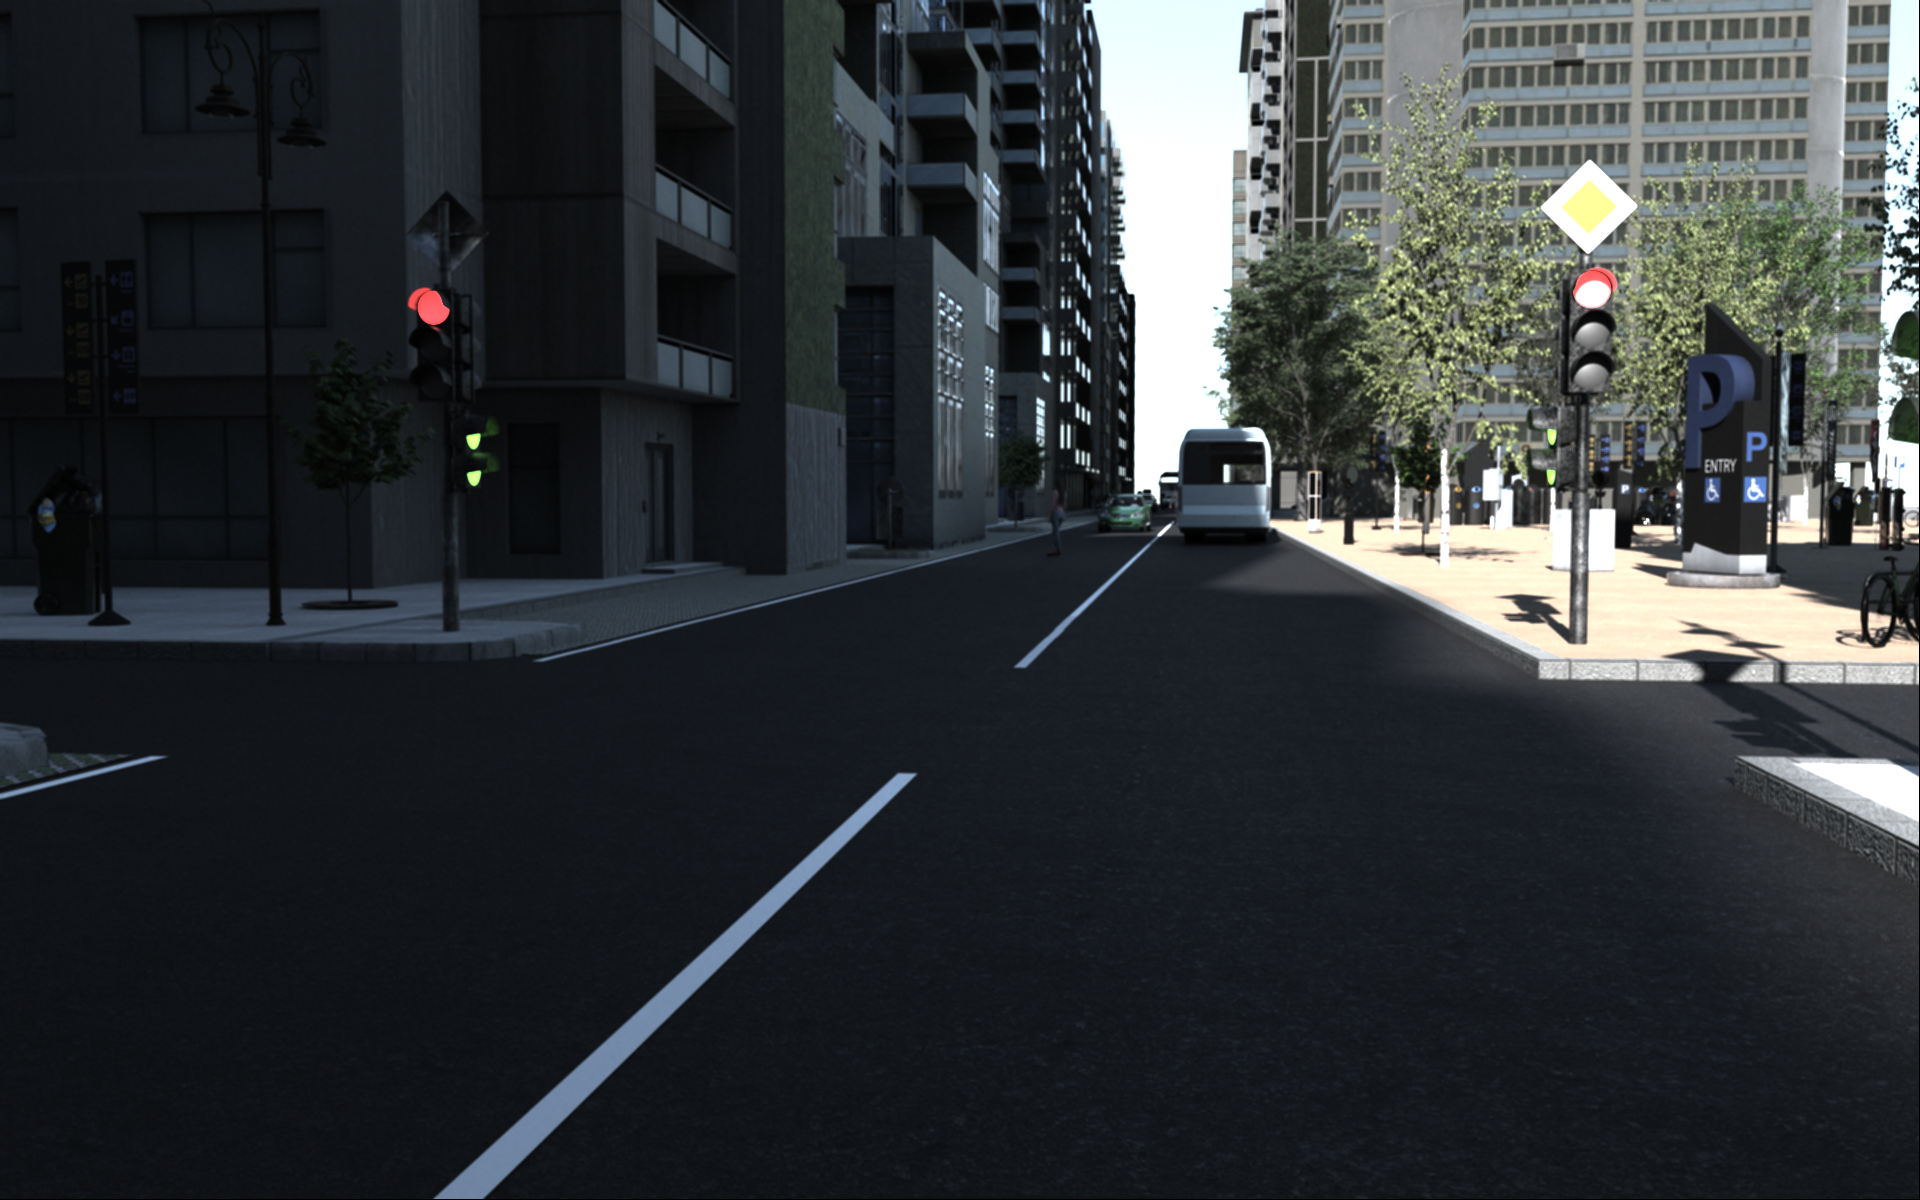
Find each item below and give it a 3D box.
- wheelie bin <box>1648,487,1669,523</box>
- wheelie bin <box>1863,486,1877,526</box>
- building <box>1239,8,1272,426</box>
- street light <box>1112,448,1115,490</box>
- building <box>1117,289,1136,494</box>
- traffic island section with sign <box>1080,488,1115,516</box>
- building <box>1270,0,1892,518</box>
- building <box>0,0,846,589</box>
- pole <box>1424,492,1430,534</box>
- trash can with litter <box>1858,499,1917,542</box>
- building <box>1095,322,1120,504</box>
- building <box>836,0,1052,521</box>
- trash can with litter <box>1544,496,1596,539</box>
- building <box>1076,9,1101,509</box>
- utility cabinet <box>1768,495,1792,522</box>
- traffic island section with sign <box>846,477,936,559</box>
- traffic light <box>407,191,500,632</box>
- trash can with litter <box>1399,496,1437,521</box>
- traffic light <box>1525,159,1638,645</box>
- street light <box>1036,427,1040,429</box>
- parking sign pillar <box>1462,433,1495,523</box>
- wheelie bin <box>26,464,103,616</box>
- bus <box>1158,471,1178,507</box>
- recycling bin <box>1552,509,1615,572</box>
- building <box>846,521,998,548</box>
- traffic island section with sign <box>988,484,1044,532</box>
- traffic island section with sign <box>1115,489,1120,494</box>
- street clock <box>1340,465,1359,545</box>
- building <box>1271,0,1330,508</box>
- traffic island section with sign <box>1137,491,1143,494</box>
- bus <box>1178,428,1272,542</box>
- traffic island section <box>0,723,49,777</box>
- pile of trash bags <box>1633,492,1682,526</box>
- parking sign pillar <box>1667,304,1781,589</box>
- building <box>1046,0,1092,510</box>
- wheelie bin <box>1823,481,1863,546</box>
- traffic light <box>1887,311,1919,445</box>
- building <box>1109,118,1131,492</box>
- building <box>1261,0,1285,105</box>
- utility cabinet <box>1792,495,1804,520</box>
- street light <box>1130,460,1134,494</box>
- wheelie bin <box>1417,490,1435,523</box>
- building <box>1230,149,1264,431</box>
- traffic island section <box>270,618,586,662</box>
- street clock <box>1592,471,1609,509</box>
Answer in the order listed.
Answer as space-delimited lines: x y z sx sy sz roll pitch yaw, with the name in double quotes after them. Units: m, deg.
31.033 -4.218 76.869 0.980 1.594 0.693 -2 4 -30 "wheelie bin"
36.232 -3.755 69.301 0.980 1.594 0.693 -3 5 -42 "wheelie bin"
44.388 -36.457 185.311 28.713 52.752 27.495 0 4 8 "building"
15.516 -12.381 175.219 0.468 5.910 1.993 0 4 8 "street light"
17.101 -28.698 240.919 14.160 30.474 14.107 0 4 8 "building"
9.023 -6.491 114.758 1.989 1.847 2.006 0 4 8 "traffic island section with sign"
33.974 -24.904 99.057 32.217 40.220 23.993 0 4 8 "building"
-10.227 -21.092 28.450 14.154 41.232 14.086 0 4 8 "building"
14.878 -3.752 55.190 0.158 3.312 0.155 0 3 0 "pole"
25.488 -2.213 47.234 1.678 1.210 2.233 2 4 25 "trash can with litter"
2.964 -21.099 190.005 27.650 21.520 28.899 0 4 8 "building"
-4.914 -48.538 106.270 22.319 86.520 31.000 0 4 8 "building"
17.463 -2.330 49.151 1.678 1.210 2.233 1 4 14 "trash can with litter"
5.612 -31.166 159.676 14.600 45.320 14.200 0 4 8 "building"
37.434 -4.172 79.380 0.306 1.237 1.020 -3 4 -36 "utility cabinet"
-1.602 -1.853 38.917 1.989 1.847 2.006 0 4 8 "traffic island section with sign"
-4.745 -1.662 16.093 0.839 4.253 0.868 0 4 8 "traffic light"
22.175 -4.498 84.592 1.678 1.210 2.233 -1 4 -17 "trash can with litter"
5.271 -1.577 14.710 0.839 4.253 0.868 0 4 8 "traffic light"
3.980 -7.357 93.082 0.468 5.910 1.993 0 4 8 "street light"
23.020 -5.410 76.925 1.447 3.967 1.447 0 4 5 "parking sign pillar"
-9.523 -0.651 18.545 0.693 1.594 0.980 -1 4 -14 "wheelie bin"
22.955 -12.029 188.224 2.896 3.916 12.252 0 4 6 "bus"
10.345 -0.990 28.734 0.722 1.027 0.722 -1 4 -19 "recycling bin"
-9.572 -45.571 57.758 22.319 86.520 31.000 0 4 8 "building"
2.141 -3.485 65.612 1.989 1.847 2.006 0 4 8 "traffic island section with sign"
12.773 -8.126 141.483 1.989 1.847 2.006 0 4 8 "traffic island section with sign"
9.876 -2.408 43.945 0.471 2.002 0.358 -2 4 -35 "street clock"
31.249 -41.756 120.969 20.563 71.187 20.611 0 4 8 "building"
24.144 -13.087 222.600 1.989 1.847 2.006 0 4 8 "traffic island section with sign"
8.449 -3.664 54.770 2.948 3.499 13.247 1 4 9 "bus"
-5.892 0.854 8.325 2.009 0.180 2.903 0 4 8 "traffic island section"
29.153 -3.790 71.714 1.912 1.369 3.447 3 4 38 "pile of trash bags"
10.609 -2.171 23.967 1.447 3.967 1.447 -1 4 -11 "parking sign pillar"
-1.201 -31.707 138.011 23.786 49.044 30.456 0 4 8 "building"
21.967 -2.162 43.249 0.693 1.594 0.980 1 4 15 "wheelie bin"
4.162 -1.094 6.802 0.839 4.253 0.868 0 4 8 "traffic light"
9.498 -36.657 218.957 23.786 49.044 30.456 0 4 8 "building"
36.814 -32.232 146.602 23.786 49.044 30.456 0 4 8 "building"
41.050 -4.507 84.857 1.020 1.237 0.306 -3 4 -38 "utility cabinet"
21.993 -15.228 221.771 0.468 5.910 1.993 0 4 8 "street light"
20.632 -4.201 76.587 0.693 1.594 0.980 0 4 -2 "wheelie bin"
39.485 -32.033 207.329 14.154 41.232 14.086 0 4 8 "building"
-4.783 0.370 16.233 2.009 0.180 2.903 0 4 8 "traffic island section"
19.725 -2.985 53.370 0.358 2.002 0.471 -2 4 -31 "street clock"
